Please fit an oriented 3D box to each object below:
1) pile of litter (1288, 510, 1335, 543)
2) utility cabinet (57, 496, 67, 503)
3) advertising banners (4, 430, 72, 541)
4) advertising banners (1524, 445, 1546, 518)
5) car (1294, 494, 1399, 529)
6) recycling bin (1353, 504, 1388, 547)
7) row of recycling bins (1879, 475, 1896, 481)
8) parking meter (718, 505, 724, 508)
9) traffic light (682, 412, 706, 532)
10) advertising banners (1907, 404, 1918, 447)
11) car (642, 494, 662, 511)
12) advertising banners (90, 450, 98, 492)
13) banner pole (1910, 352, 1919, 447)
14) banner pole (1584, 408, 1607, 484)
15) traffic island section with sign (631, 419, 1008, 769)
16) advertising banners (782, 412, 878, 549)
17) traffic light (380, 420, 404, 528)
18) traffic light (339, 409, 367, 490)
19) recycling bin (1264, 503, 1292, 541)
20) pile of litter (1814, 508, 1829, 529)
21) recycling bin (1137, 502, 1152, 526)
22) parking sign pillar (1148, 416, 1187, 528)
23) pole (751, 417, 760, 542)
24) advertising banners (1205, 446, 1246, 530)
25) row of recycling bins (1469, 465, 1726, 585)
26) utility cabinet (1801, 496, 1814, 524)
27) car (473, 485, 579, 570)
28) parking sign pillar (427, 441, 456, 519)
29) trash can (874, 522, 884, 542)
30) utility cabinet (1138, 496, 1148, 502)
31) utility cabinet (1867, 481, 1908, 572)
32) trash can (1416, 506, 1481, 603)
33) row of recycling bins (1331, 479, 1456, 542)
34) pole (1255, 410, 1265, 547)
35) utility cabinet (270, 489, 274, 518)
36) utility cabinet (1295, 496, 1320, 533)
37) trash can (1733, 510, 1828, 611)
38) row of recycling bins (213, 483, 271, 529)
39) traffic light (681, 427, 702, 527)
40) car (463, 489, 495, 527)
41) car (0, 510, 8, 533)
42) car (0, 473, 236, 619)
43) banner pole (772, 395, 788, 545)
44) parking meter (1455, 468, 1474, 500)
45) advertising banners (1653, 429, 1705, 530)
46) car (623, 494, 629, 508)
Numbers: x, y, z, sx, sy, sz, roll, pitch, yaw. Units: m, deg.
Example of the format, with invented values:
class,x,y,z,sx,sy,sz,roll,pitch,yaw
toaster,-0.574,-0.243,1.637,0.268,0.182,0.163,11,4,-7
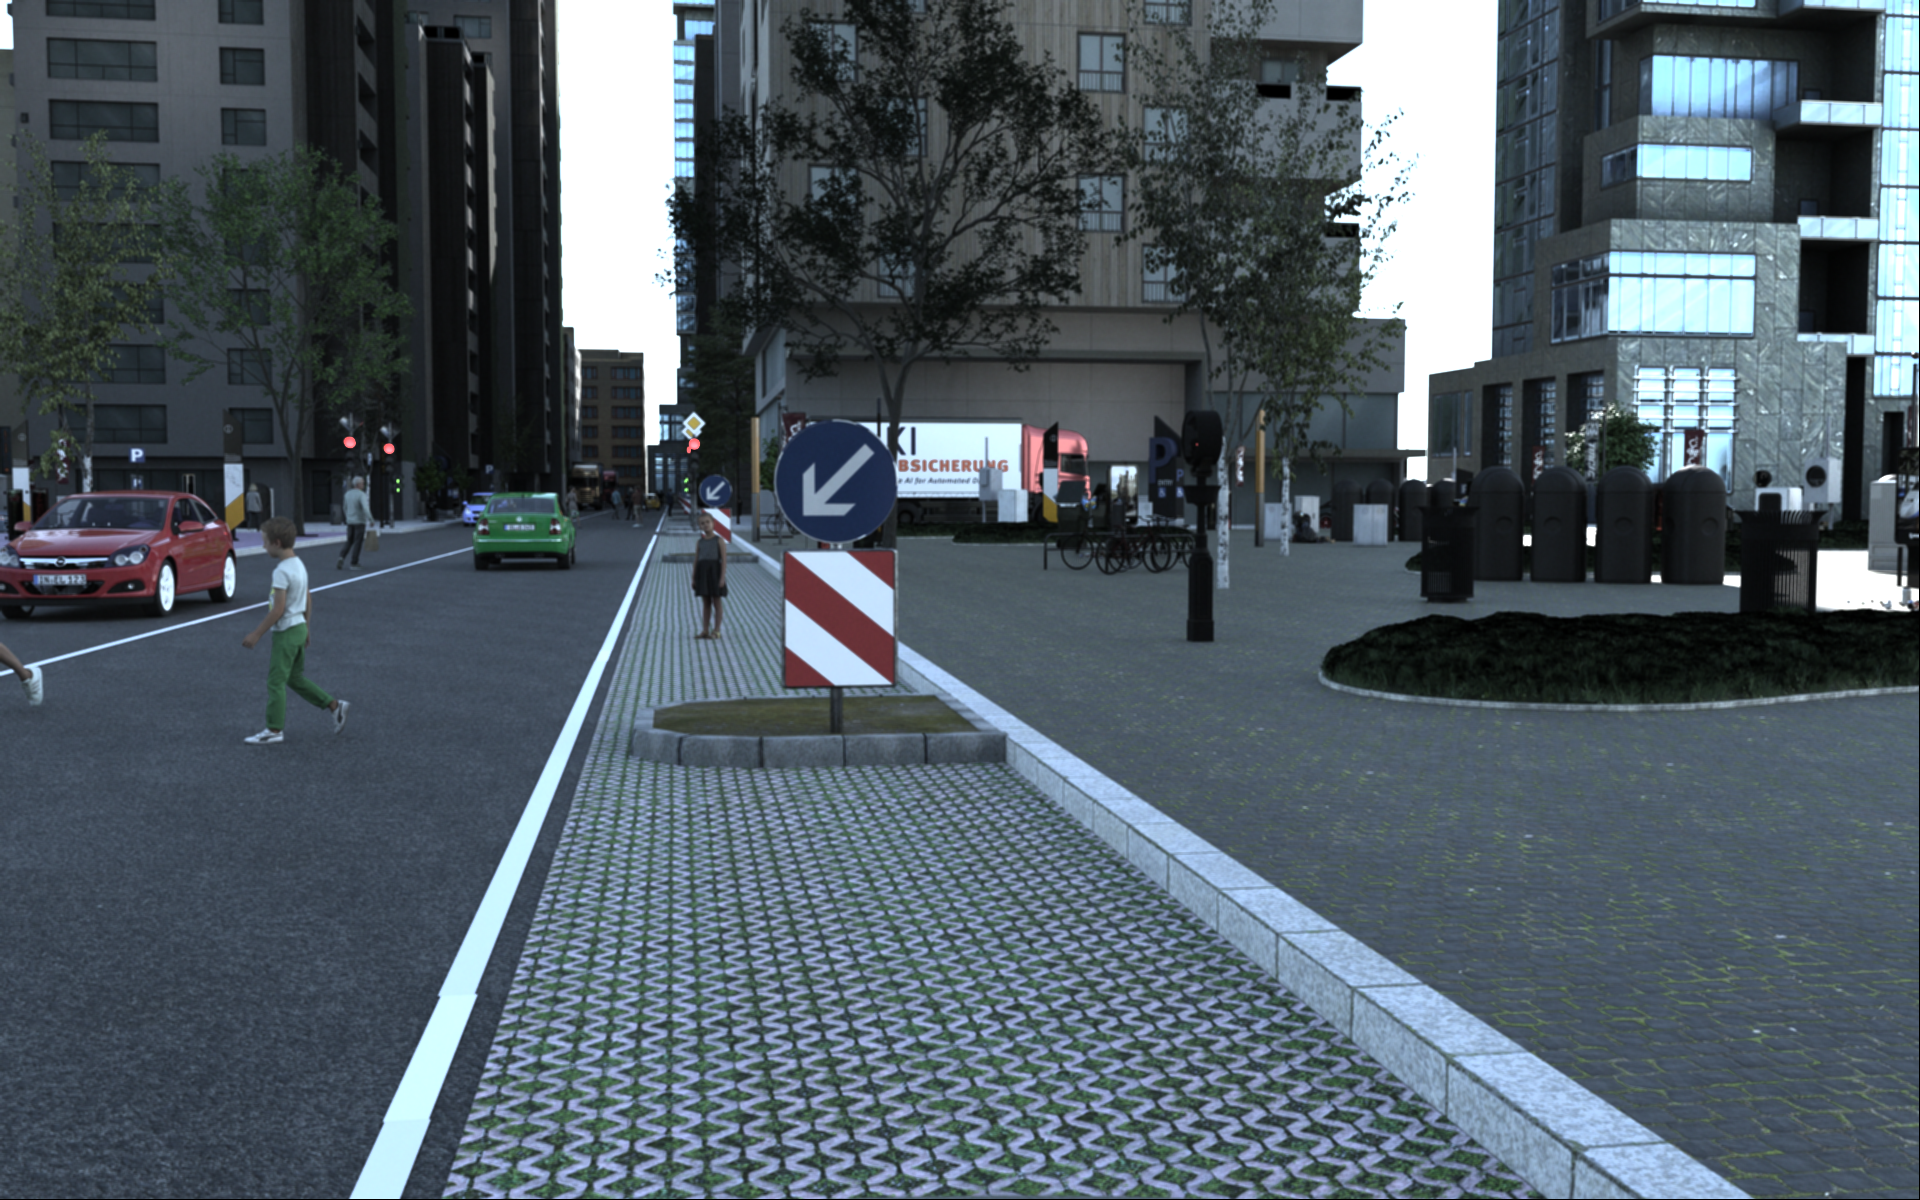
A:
class,x,y,z,sx,sy,sz,roll,pitch,yaw
pile of litter,9.228,-1.945,45.761,1.176,0.858,1.719,-1,4,-9
utility cabinet,-26.090,-2.441,51.077,1.020,1.237,0.306,1,4,15
advertising banners,-25.120,-3.121,47.223,2.074,3.025,0.090,1,4,9
advertising banners,19.977,-4.028,62.041,2.074,3.025,0.090,0,4,-7
car,15.137,-3.529,67.486,4.222,1.686,2.009,-1,4,-8
recycling bin,10.048,-1.827,42.418,0.722,1.027,0.722,0,4,4
row of recycling bins,21.253,-1.801,36.562,3.534,1.692,1.069,2,4,24
parking meter,-11.488,-4.742,83.243,0.255,1.863,0.399,0,4,-3
traffic light,-9.082,-4.294,59.130,0.839,4.253,0.868,-1,4,-9
advertising banners,18.779,-2.359,34.755,0.090,3.025,2.074,1,4,9
car,-27.001,-8.598,150.798,2.015,1.641,3.980,0,4,-8
advertising banners,-33.578,-4.350,67.304,0.090,3.025,2.074,-3,5,-39
banner pole,17.003,-2.492,30.765,0.863,3.779,0.401,-3,5,-41
banner pole,18.677,-3.720,50.835,0.401,3.779,0.863,-3,4,-39
traffic island section with sign,-0.881,-0.081,9.958,1.989,1.847,2.006,-1,4,-9
advertising banners,-2.786,-2.503,37.107,2.074,3.025,0.090,0,4,5
traffic light,-21.397,-4.664,65.175,0.839,4.253,0.868,-1,4,-9
traffic light,-20.092,-4.182,57.297,0.839,4.253,0.868,-1,4,-9
recycling bin,8.815,-2.175,48.117,0.722,1.027,0.722,0,4,6
pile of litter,31.045,-2.972,62.563,1.719,0.858,1.176,-2,4,-31
recycling bin,5.602,-2.548,54.213,0.722,1.027,0.722,0,4,-5
parking sign pillar,7.037,-4.319,59.092,1.447,3.967,1.447,-3,5,-39
pole,-5.442,-3.198,46.136,0.158,3.312,0.155,0,3,0
advertising banners,9.545,-4.036,62.184,2.074,3.025,0.090,-3,4,-37
row of recycling bins,9.243,-1.110,25.261,3.534,1.692,1.069,1,4,22
utility cabinet,25.995,-2.610,53.838,0.306,1.237,1.020,-2,4,-31
car,-8.550,-1.554,34.207,1.959,1.807,4.718,-1,4,-10
parking sign pillar,-26.489,-6.109,88.354,1.447,3.967,1.447,2,4,30
trash can,-2.142,-2.115,46.241,0.748,1.137,0.748,0,3,0
utility cabinet,6.754,-3.094,61.756,1.020,1.237,0.306,2,4,32
utility cabinet,15.424,-1.189,28.124,0.318,1.500,1.173,-3,4,-38
trash can,5.790,-0.545,20.557,0.748,1.137,0.748,0,3,0
row of recycling bins,11.922,-2.451,47.192,3.534,1.692,1.069,0,4,3
pole,7.260,-2.941,41.929,0.158,3.312,0.155,0,3,0
utility cabinet,-28.075,-3.704,69.236,0.318,1.500,1.173,3,5,42
utility cabinet,11.590,-2.853,57.809,1.020,1.237,0.306,-3,5,-43
trash can,7.111,-0.208,15.048,0.748,1.137,0.748,0,3,0
row of recycling bins,-27.059,-3.553,65.203,3.534,1.692,1.069,3,5,43
traffic light,-10.387,-4.776,67.008,0.839,4.253,0.868,-1,4,-9
car,-21.071,-4.125,77.038,1.945,1.707,3.694,-1,4,-8
car,-34.253,-2.849,58.589,4.499,1.417,2.014,-1,4,-11
car,-10.331,-0.755,21.379,2.155,1.783,4.494,-1,4,-9
banner pole,-4.446,-3.270,43.481,0.401,3.779,0.863,-2,4,-26
parking meter,11.449,-2.053,39.274,0.399,1.863,0.255,1,4,8
advertising banners,19.103,-3.114,47.105,2.074,3.025,0.090,1,4,20
car,-33.510,-10.254,177.438,2.009,1.686,4.222,-1,4,-11
